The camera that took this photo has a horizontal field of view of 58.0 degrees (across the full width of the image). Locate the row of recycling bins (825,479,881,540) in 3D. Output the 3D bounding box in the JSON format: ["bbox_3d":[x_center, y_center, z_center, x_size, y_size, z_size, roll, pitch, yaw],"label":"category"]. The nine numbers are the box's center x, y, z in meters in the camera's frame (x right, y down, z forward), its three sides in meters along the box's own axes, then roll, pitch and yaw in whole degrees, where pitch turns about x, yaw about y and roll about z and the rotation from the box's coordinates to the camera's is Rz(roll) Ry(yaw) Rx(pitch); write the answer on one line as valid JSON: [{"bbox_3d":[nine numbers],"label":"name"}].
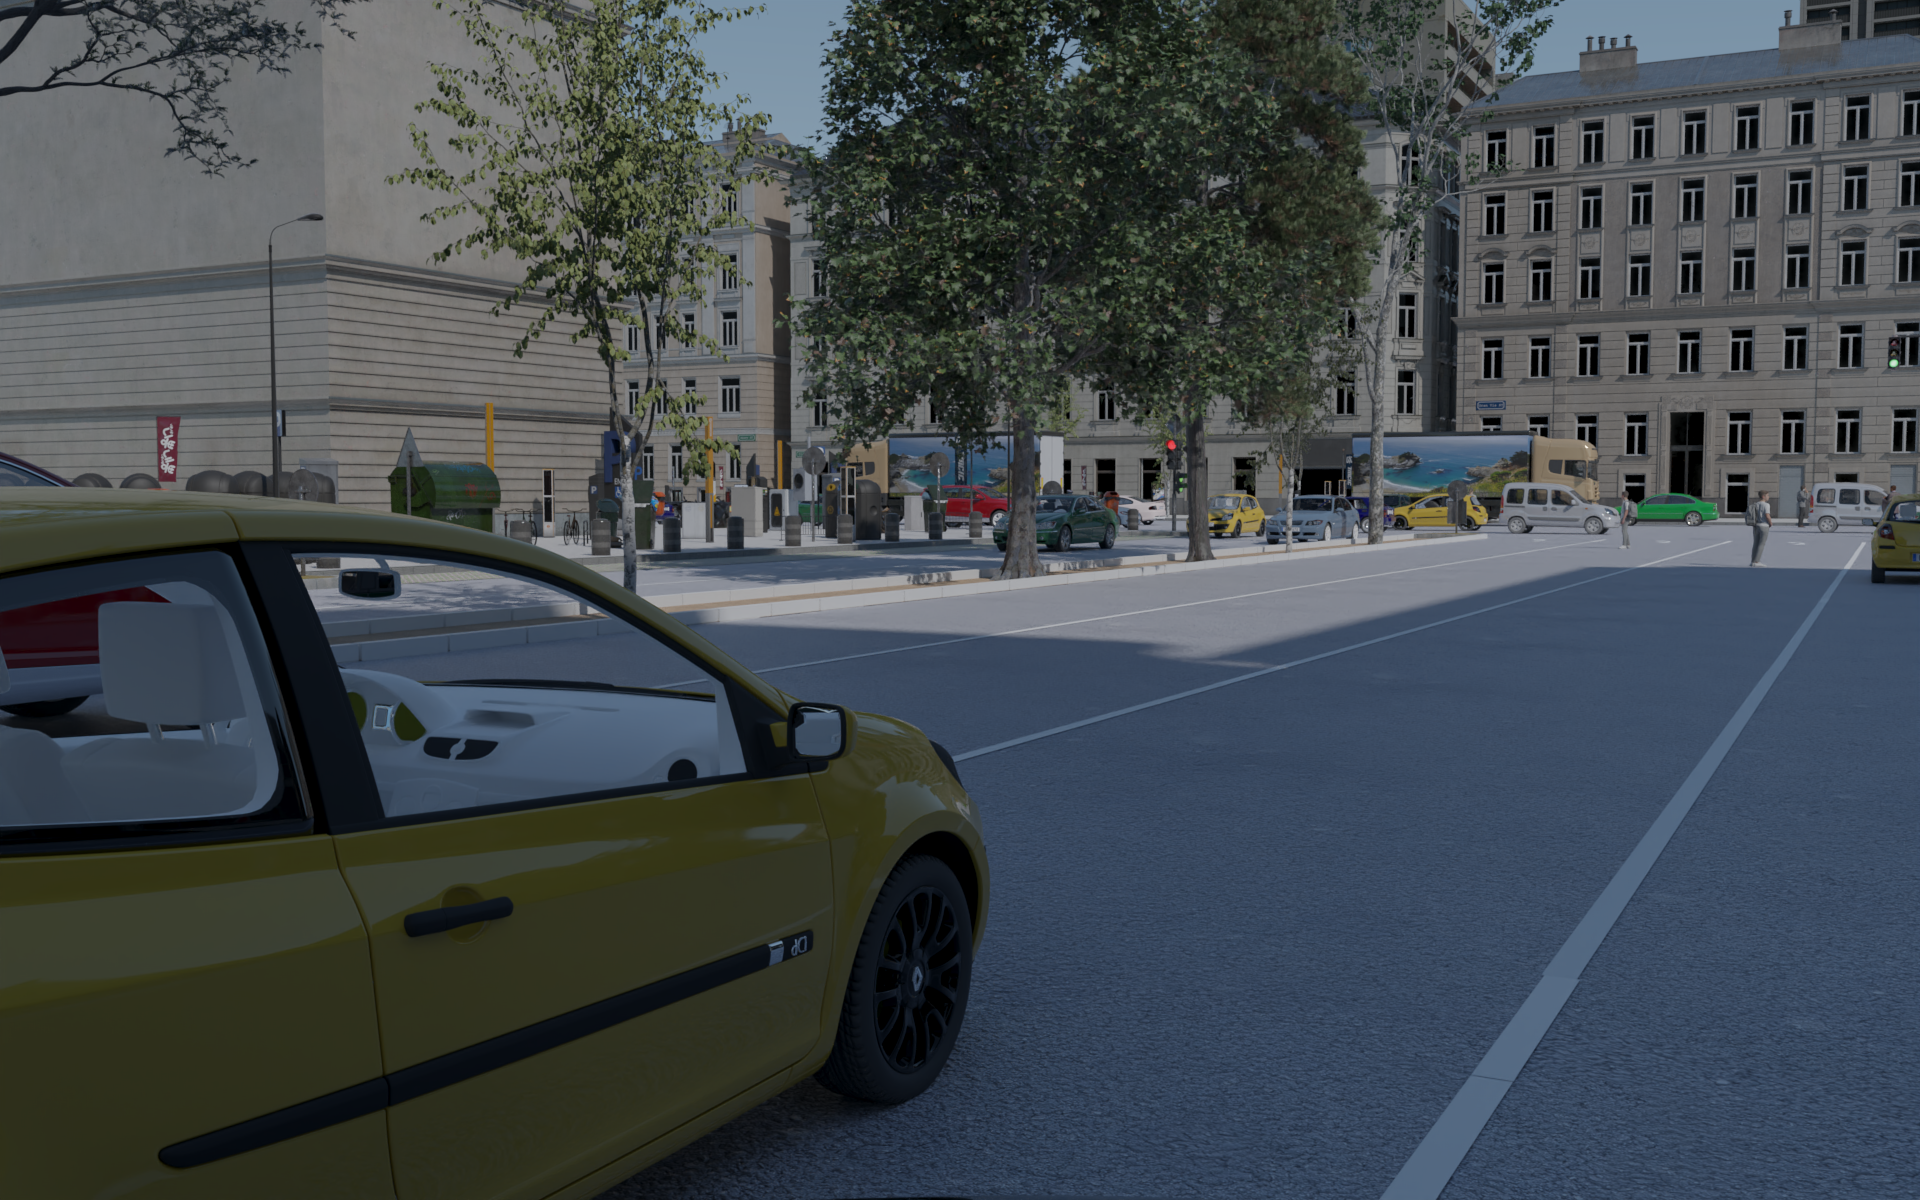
[{"bbox_3d":[-3.052,-2.606,49.718,1.069,1.692,3.534,-1,4,-19],"label":"row of recycling bins"}]

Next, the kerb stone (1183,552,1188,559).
[{"bbox_3d":[4.968,-0.970,38.061,0.120,0.150,1.000,2,4,28],"label":"kerb stone"}]

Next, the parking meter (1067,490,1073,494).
[{"bbox_3d":[6.603,-5.848,104.021,0.372,1.533,0.369,0,3,0],"label":"parking meter"}]

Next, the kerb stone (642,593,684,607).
[{"bbox_3d":[-3.849,0.029,21.748,0.120,0.150,1.000,2,4,28],"label":"kerb stone"}]

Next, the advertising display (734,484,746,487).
[{"bbox_3d":[-14.259,-6.592,112.998,0.974,1.923,0.123,1,4,9],"label":"advertising display"}]

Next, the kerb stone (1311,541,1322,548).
[{"bbox_3d":[9.394,-1.464,46.207,0.120,0.150,1.000,2,4,28],"label":"kerb stone"}]

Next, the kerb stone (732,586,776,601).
[{"bbox_3d":[-2.871,-0.076,23.554,0.120,0.150,1.000,2,4,28],"label":"kerb stone"}]

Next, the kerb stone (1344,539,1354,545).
[{"bbox_3d":[10.863,-1.634,48.920,0.120,0.150,1.000,2,4,28],"label":"kerb stone"}]

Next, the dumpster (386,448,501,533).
[{"bbox_3d":[-10.943,-2.089,36.651,1.502,2.255,1.985,2,4,28],"label":"dumpster"}]

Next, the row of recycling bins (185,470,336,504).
[{"bbox_3d":[-12.508,-1.478,31.277,1.069,1.692,3.534,1,4,16],"label":"row of recycling bins"}]

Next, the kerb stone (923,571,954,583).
[{"bbox_3d":[-0.424,-0.360,28.085,0.120,0.150,1.000,2,4,28],"label":"kerb stone"}]

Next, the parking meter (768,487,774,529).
[{"bbox_3d":[-6.923,-3.355,63.271,0.372,1.533,0.369,0,3,0],"label":"parking meter"}]

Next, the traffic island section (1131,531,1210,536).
[{"bbox_3d":[7.433,-2.326,60.306,2.009,0.180,2.903,2,4,28],"label":"traffic island section"}]

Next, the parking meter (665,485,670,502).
[{"bbox_3d":[-19.112,-6.566,113.058,0.255,1.863,0.399,0,4,1],"label":"parking meter"}]

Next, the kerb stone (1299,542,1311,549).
[{"bbox_3d":[8.902,-1.413,45.301,0.120,0.150,1.000,2,4,28],"label":"kerb stone"}]

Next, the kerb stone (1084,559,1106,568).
[{"bbox_3d":[2.513,-0.693,33.525,0.120,0.150,1.000,2,4,28],"label":"kerb stone"}]

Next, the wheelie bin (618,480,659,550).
[{"bbox_3d":[-7.426,-1.971,40.126,0.980,1.594,0.693,0,4,3],"label":"wheelie bin"}]

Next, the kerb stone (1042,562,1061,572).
[{"bbox_3d":[1.535,-0.582,31.707,0.120,0.150,1.000,2,4,28],"label":"kerb stone"}]

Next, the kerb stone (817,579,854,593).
[{"bbox_3d":[-1.904,-0.194,25.365,0.120,0.150,1.000,2,4,28],"label":"kerb stone"}]

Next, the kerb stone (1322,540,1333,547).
[{"bbox_3d":[9.885,-1.524,47.115,0.120,0.150,1.000,2,4,28],"label":"kerb stone"}]

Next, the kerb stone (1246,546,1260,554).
[{"bbox_3d":[6.935,-1.188,41.676,0.120,0.150,1.000,2,4,28],"label":"kerb stone"}]

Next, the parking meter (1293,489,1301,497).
[{"bbox_3d":[17.447,-4.973,89.719,0.372,1.533,0.369,0,3,0],"label":"parking meter"}]

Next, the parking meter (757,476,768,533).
[{"bbox_3d":[-6.537,-3.156,57.309,0.255,1.863,0.399,-2,4,-27],"label":"parking meter"}]

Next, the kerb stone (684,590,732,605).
[{"bbox_3d":[-3.359,-0.028,22.651,0.120,0.150,1.000,2,4,28],"label":"kerb stone"}]

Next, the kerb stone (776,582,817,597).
[{"bbox_3d":[-2.386,-0.138,24.459,0.120,0.150,1.000,2,4,28],"label":"kerb stone"}]

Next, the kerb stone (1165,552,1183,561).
[{"bbox_3d":[4.489,-0.915,37.149,0.120,0.150,1.000,2,4,28],"label":"kerb stone"}]

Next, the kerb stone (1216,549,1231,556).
[{"bbox_3d":[5.956,-1.081,39.864,0.120,0.150,1.000,2,4,28],"label":"kerb stone"}]

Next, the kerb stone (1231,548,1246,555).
[{"bbox_3d":[6.441,-1.136,40.769,0.120,0.150,1.000,2,4,28],"label":"kerb stone"}]

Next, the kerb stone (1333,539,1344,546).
[{"bbox_3d":[10.374,-1.579,48.018,0.120,0.150,1.000,2,4,28],"label":"kerb stone"}]

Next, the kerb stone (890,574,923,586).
[{"bbox_3d":[-0.924,-0.298,27.178,0.120,0.150,1.000,2,4,28],"label":"kerb stone"}]

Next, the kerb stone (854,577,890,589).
[{"bbox_3d":[-1.409,-0.249,26.265,0.120,0.150,1.000,2,4,28],"label":"kerb stone"}]

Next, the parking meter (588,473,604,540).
[{"bbox_3d":[-10.163,-2.611,48.401,0.399,1.863,0.255,2,4,23],"label":"parking meter"}]

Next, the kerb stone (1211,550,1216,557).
[{"bbox_3d":[5.472,-1.025,38.958,0.120,0.150,1.000,2,4,28],"label":"kerb stone"}]

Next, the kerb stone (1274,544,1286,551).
[{"bbox_3d":[7.917,-1.302,43.491,0.120,0.150,1.000,2,4,28],"label":"kerb stone"}]

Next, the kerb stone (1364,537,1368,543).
[{"bbox_3d":[11.849,-1.737,50.728,0.120,0.150,1.000,2,4,28],"label":"kerb stone"}]

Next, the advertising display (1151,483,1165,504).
[{"bbox_3d":[11.586,-5.882,101.389,0.974,1.923,0.123,-3,4,-37],"label":"advertising display"}]

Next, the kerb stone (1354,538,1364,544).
[{"bbox_3d":[11.354,-1.686,49.826,0.120,0.150,1.000,2,4,28],"label":"kerb stone"}]

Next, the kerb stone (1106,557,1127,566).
[{"bbox_3d":[3.015,-0.747,34.430,0.120,0.150,1.000,2,4,28],"label":"kerb stone"}]

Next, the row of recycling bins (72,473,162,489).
[{"bbox_3d":[-17.510,-1.656,34.189,3.534,1.692,1.069,0,4,1],"label":"row of recycling bins"}]

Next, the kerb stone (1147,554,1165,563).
[{"bbox_3d":[3.996,-0.856,36.242,0.120,0.150,1.000,2,4,28],"label":"kerb stone"}]

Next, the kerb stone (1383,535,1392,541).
[{"bbox_3d":[12.827,-1.856,52.540,0.120,0.150,1.000,2,4,28],"label":"kerb stone"}]

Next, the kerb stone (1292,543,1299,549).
[{"bbox_3d":[8.410,-1.358,44.391,0.120,0.150,1.000,2,4,28],"label":"kerb stone"}]

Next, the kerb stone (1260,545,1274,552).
[{"bbox_3d":[7.431,-1.242,42.587,0.120,0.150,1.000,2,4,28],"label":"kerb stone"}]

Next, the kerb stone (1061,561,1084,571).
[{"bbox_3d":[2.027,-0.637,32.609,0.120,0.150,1.000,2,4,28],"label":"kerb stone"}]

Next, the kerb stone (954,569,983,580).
[{"bbox_3d":[0.058,-0.416,28.992,0.120,0.150,1.000,2,4,28],"label":"kerb stone"}]

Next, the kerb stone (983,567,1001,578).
[{"bbox_3d":[0.555,-0.471,29.892,0.120,0.150,1.000,2,4,28],"label":"kerb stone"}]

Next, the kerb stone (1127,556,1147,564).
[{"bbox_3d":[3.508,-0.804,35.338,0.120,0.150,1.000,2,4,28],"label":"kerb stone"}]
